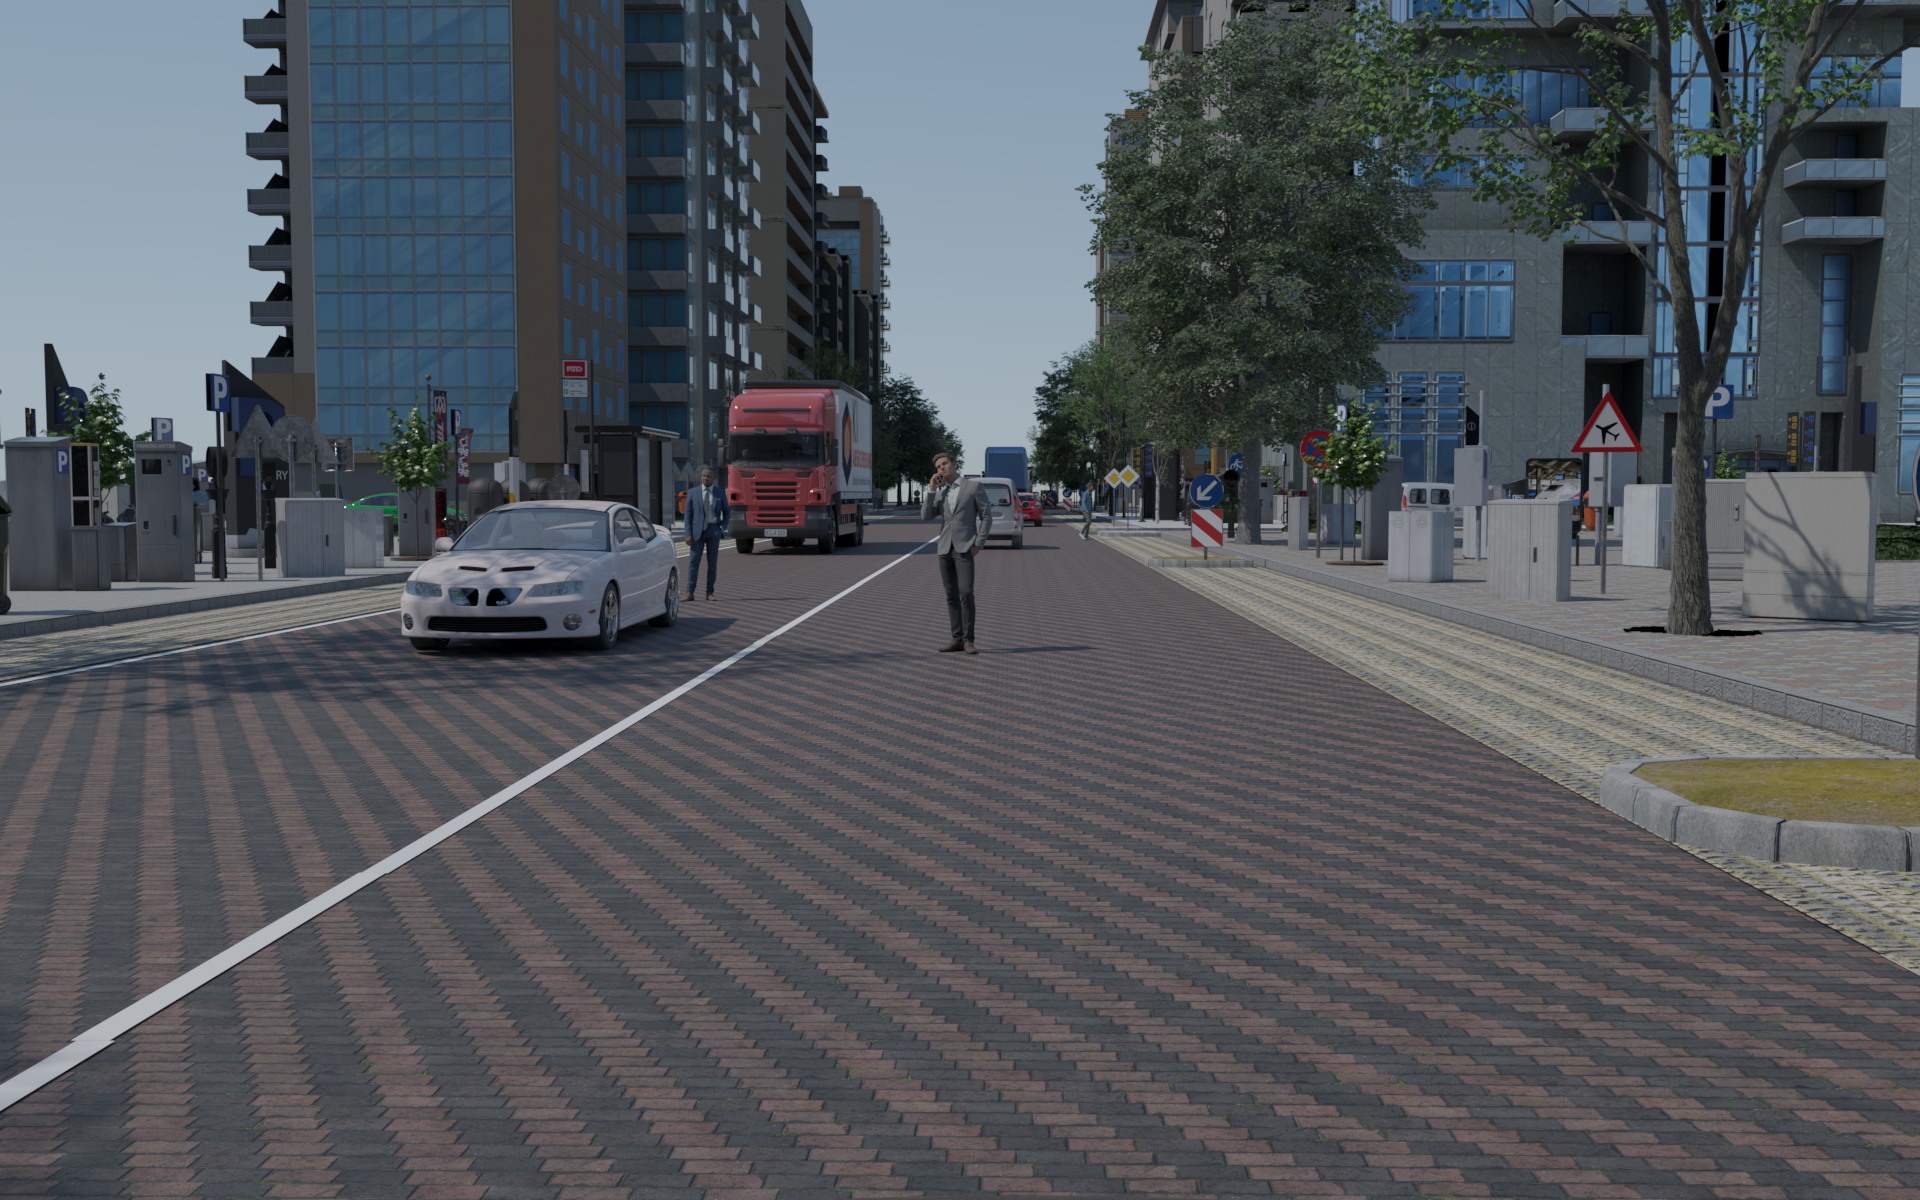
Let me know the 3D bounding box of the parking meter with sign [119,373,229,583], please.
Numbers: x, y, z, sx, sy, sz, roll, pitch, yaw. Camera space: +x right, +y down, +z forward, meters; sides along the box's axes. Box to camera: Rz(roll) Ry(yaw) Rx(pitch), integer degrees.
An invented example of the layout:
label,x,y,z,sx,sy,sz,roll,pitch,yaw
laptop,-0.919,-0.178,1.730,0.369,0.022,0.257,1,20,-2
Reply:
label,x,y,z,sx,sy,sz,roll,pitch,yaw
parking meter with sign,-11.599,-1.772,25.240,1.738,3.016,0.543,0,4,2

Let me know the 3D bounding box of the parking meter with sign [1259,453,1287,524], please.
label,x,y,z,sx,sy,sz,roll,pitch,yaw
parking meter with sign,12.999,-4.748,73.884,1.738,3.016,0.543,0,4,0

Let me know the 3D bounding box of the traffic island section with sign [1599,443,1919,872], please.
label,x,y,z,sx,sy,sz,roll,pitch,yaw
traffic island section with sign,3.919,0.072,7.453,1.989,1.847,2.006,0,4,2

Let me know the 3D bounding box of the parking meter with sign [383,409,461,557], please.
label,x,y,z,sx,sy,sz,roll,pitch,yaw
parking meter with sign,-11.174,-2.405,35.575,1.738,3.016,0.543,0,4,-4

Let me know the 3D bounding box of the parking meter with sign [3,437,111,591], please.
label,x,y,z,sx,sy,sz,roll,pitch,yaw
parking meter with sign,-12.204,-1.631,22.925,1.738,3.016,0.543,0,4,0

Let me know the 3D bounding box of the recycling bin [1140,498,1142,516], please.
label,x,y,z,sx,sy,sz,roll,pitch,yaw
recycling bin,11.064,-5.475,102.069,0.722,1.027,0.722,-2,4,-25

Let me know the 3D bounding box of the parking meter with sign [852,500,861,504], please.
label,x,y,z,sx,sy,sz,roll,pitch,yaw
parking meter with sign,-7.939,-8.188,130.142,0.543,3.016,1.738,2,4,29

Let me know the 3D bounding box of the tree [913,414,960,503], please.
label,x,y,z,sx,sy,sz,roll,pitch,yaw
tree,-5.309,-20.103,239.052,12.009,13.543,11.850,0,3,0

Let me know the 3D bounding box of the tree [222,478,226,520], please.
label,x,y,z,sx,sy,sz,roll,pitch,yaw
tree,-35.920,-5.573,85.717,1.663,3.219,1.824,0,3,0

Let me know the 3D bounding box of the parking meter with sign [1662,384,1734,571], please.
label,x,y,z,sx,sy,sz,roll,pitch,yaw
parking meter with sign,12.035,-1.968,28.440,0.543,3.016,1.738,0,4,2

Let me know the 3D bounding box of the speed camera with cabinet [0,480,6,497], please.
label,x,y,z,sx,sy,sz,roll,pitch,yaw
speed camera with cabinet,-64.129,-7.499,116.937,0.660,3.252,2.038,0,4,3

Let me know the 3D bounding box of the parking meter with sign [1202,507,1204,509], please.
label,x,y,z,sx,sy,sz,roll,pitch,yaw
parking meter with sign,15.803,-6.759,106.776,1.738,3.016,0.543,1,4,14

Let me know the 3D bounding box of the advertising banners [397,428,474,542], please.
label,x,y,z,sx,sy,sz,roll,pitch,yaw
advertising banners,-13.784,-3.021,45.586,2.074,3.025,0.090,-3,4,-36

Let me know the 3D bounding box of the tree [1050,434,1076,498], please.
label,x,y,z,sx,sy,sz,roll,pitch,yaw
tree,12.551,-15.360,201.498,4.737,8.622,4.395,0,3,0

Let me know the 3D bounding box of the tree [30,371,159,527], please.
label,x,y,z,sx,sy,sz,roll,pitch,yaw
tree,-13.417,-1.998,27.274,1.663,3.219,1.824,0,3,0

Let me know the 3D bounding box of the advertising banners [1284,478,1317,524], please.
label,x,y,z,sx,sy,sz,roll,pitch,yaw
advertising banners,14.378,-4.676,72.636,0.090,3.025,2.074,-2,4,-33

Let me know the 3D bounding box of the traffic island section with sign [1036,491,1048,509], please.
label,x,y,z,sx,sy,sz,roll,pitch,yaw
traffic island section with sign,8.537,-9.632,166.104,1.989,1.847,2.006,0,4,2

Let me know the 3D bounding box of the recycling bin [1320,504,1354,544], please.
label,x,y,z,sx,sy,sz,roll,pitch,yaw
recycling bin,9.831,-1.997,45.201,0.722,1.027,0.722,-1,4,-22

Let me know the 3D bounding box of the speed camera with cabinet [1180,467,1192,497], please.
label,x,y,z,sx,sy,sz,roll,pitch,yaw
speed camera with cabinet,15.661,-7.952,124.347,2.038,3.252,0.660,-2,4,-31

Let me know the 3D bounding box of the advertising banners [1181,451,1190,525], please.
label,x,y,z,sx,sy,sz,roll,pitch,yaw
advertising banners,9.418,-4.633,71.940,0.090,3.025,2.074,1,4,21

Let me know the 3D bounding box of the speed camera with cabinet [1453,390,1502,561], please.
label,x,y,z,sx,sy,sz,roll,pitch,yaw
speed camera with cabinet,10.115,-2.415,33.825,0.660,3.252,2.038,2,4,27

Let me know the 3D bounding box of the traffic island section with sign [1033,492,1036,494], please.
label,x,y,z,sx,sy,sz,roll,pitch,yaw
traffic island section with sign,9.332,-11.280,193.047,1.989,1.847,2.006,0,4,2

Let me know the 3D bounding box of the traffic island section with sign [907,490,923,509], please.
label,x,y,z,sx,sy,sz,roll,pitch,yaw
traffic island section with sign,-4.072,-9.649,166.384,1.989,1.847,2.006,0,4,2

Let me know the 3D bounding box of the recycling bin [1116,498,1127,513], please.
label,x,y,z,sx,sy,sz,roll,pitch,yaw
recycling bin,11.081,-6.475,118.414,0.722,1.027,0.722,-1,4,-10

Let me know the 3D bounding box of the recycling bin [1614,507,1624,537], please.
label,x,y,z,sx,sy,sz,roll,pitch,yaw
recycling bin,19.943,-2.392,51.669,0.722,1.027,0.722,1,4,12

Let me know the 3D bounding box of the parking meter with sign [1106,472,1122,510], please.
label,x,y,z,sx,sy,sz,roll,pitch,yaw
parking meter with sign,11.997,-8.462,134.610,0.543,3.016,1.738,-2,4,-34

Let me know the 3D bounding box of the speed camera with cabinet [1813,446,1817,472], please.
label,x,y,z,sx,sy,sz,roll,pitch,yaw
speed camera with cabinet,35.230,-4.651,70.376,0.660,3.252,2.038,0,4,3

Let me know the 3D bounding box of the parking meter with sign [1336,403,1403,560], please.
label,x,y,z,sx,sy,sz,roll,pitch,yaw
parking meter with sign,8.206,-2.283,33.591,1.738,3.016,0.543,-1,4,-9

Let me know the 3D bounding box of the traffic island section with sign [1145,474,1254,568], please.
label,x,y,z,sx,sy,sz,roll,pitch,yaw
traffic island section with sign,4.703,-1.576,34.397,1.989,1.847,2.006,0,4,2

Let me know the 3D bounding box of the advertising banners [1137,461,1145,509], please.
label,x,y,z,sx,sy,sz,roll,pitch,yaw
advertising banners,9.911,-5.838,91.641,0.090,3.025,2.074,-2,4,-26

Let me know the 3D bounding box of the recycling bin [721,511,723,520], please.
label,x,y,z,sx,sy,sz,roll,pitch,yaw
recycling bin,-10.019,-3.669,72.543,0.722,1.027,0.722,2,4,29

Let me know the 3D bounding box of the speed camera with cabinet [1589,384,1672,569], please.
label,x,y,z,sx,sy,sz,roll,pitch,yaw
speed camera with cabinet,11.981,-2.223,30.676,0.660,3.252,2.038,-1,4,-13

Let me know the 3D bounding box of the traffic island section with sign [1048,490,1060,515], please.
label,x,y,z,sx,sy,sz,roll,pitch,yaw
traffic island section with sign,7.111,-6.623,116.907,1.989,1.847,2.006,0,4,2

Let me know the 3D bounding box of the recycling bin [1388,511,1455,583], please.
label,x,y,z,sx,sy,sz,roll,pitch,yaw
recycling bin,6.760,-0.785,25.383,0.722,1.027,0.722,3,5,41

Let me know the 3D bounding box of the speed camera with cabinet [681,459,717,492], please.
label,x,y,z,sx,sy,sz,roll,pitch,yaw
speed camera with cabinet,-14.606,-6.272,96.888,2.038,3.252,0.660,1,4,21

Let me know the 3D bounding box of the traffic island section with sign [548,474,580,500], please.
label,x,y,z,sx,sy,sz,roll,pitch,yaw
traffic island section with sign,-7.932,-1.571,34.322,1.989,1.847,2.006,0,4,2

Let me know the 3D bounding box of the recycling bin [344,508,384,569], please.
label,x,y,z,sx,sy,sz,roll,pitch,yaw
recycling bin,-10.477,-1.077,30.162,0.722,1.027,0.722,0,4,-6

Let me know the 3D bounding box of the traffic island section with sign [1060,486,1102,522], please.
label,x,y,z,sx,sy,sz,roll,pitch,yaw
traffic island section with sign,6.292,-4.928,89.204,1.989,1.847,2.006,0,4,2

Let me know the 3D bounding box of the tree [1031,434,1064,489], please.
label,x,y,z,sx,sy,sz,roll,pitch,yaw
tree,14.674,-21.461,269.010,7.486,12.596,7.792,0,3,0

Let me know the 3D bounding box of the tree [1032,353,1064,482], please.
label,x,y,z,sx,sy,sz,roll,pitch,yaw
tree,11.148,-15.193,155.067,9.857,13.997,8.962,0,3,0

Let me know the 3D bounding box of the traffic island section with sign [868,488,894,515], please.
label,x,y,z,sx,sy,sz,roll,pitch,yaw
traffic island section with sign,-5.510,-6.639,117.175,1.989,1.847,2.006,0,4,2

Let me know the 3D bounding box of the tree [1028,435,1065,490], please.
label,x,y,z,sx,sy,sz,roll,pitch,yaw
tree,15.291,-22.891,291.267,9.611,12.733,9.660,0,3,0

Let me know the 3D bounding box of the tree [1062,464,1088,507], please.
label,x,y,z,sx,sy,sz,roll,pitch,yaw
tree,11.563,-11.559,172.704,4.285,4.588,4.351,0,3,0

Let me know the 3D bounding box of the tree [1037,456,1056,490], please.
label,x,y,z,sx,sy,sz,roll,pitch,yaw
tree,13.725,-18.979,260.672,4.360,8.622,3.978,0,3,0

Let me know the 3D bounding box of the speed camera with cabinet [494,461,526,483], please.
label,x,y,z,sx,sy,sz,roll,pitch,yaw
speed camera with cabinet,-12.093,-3.336,48.877,0.660,3.252,2.038,3,5,44
